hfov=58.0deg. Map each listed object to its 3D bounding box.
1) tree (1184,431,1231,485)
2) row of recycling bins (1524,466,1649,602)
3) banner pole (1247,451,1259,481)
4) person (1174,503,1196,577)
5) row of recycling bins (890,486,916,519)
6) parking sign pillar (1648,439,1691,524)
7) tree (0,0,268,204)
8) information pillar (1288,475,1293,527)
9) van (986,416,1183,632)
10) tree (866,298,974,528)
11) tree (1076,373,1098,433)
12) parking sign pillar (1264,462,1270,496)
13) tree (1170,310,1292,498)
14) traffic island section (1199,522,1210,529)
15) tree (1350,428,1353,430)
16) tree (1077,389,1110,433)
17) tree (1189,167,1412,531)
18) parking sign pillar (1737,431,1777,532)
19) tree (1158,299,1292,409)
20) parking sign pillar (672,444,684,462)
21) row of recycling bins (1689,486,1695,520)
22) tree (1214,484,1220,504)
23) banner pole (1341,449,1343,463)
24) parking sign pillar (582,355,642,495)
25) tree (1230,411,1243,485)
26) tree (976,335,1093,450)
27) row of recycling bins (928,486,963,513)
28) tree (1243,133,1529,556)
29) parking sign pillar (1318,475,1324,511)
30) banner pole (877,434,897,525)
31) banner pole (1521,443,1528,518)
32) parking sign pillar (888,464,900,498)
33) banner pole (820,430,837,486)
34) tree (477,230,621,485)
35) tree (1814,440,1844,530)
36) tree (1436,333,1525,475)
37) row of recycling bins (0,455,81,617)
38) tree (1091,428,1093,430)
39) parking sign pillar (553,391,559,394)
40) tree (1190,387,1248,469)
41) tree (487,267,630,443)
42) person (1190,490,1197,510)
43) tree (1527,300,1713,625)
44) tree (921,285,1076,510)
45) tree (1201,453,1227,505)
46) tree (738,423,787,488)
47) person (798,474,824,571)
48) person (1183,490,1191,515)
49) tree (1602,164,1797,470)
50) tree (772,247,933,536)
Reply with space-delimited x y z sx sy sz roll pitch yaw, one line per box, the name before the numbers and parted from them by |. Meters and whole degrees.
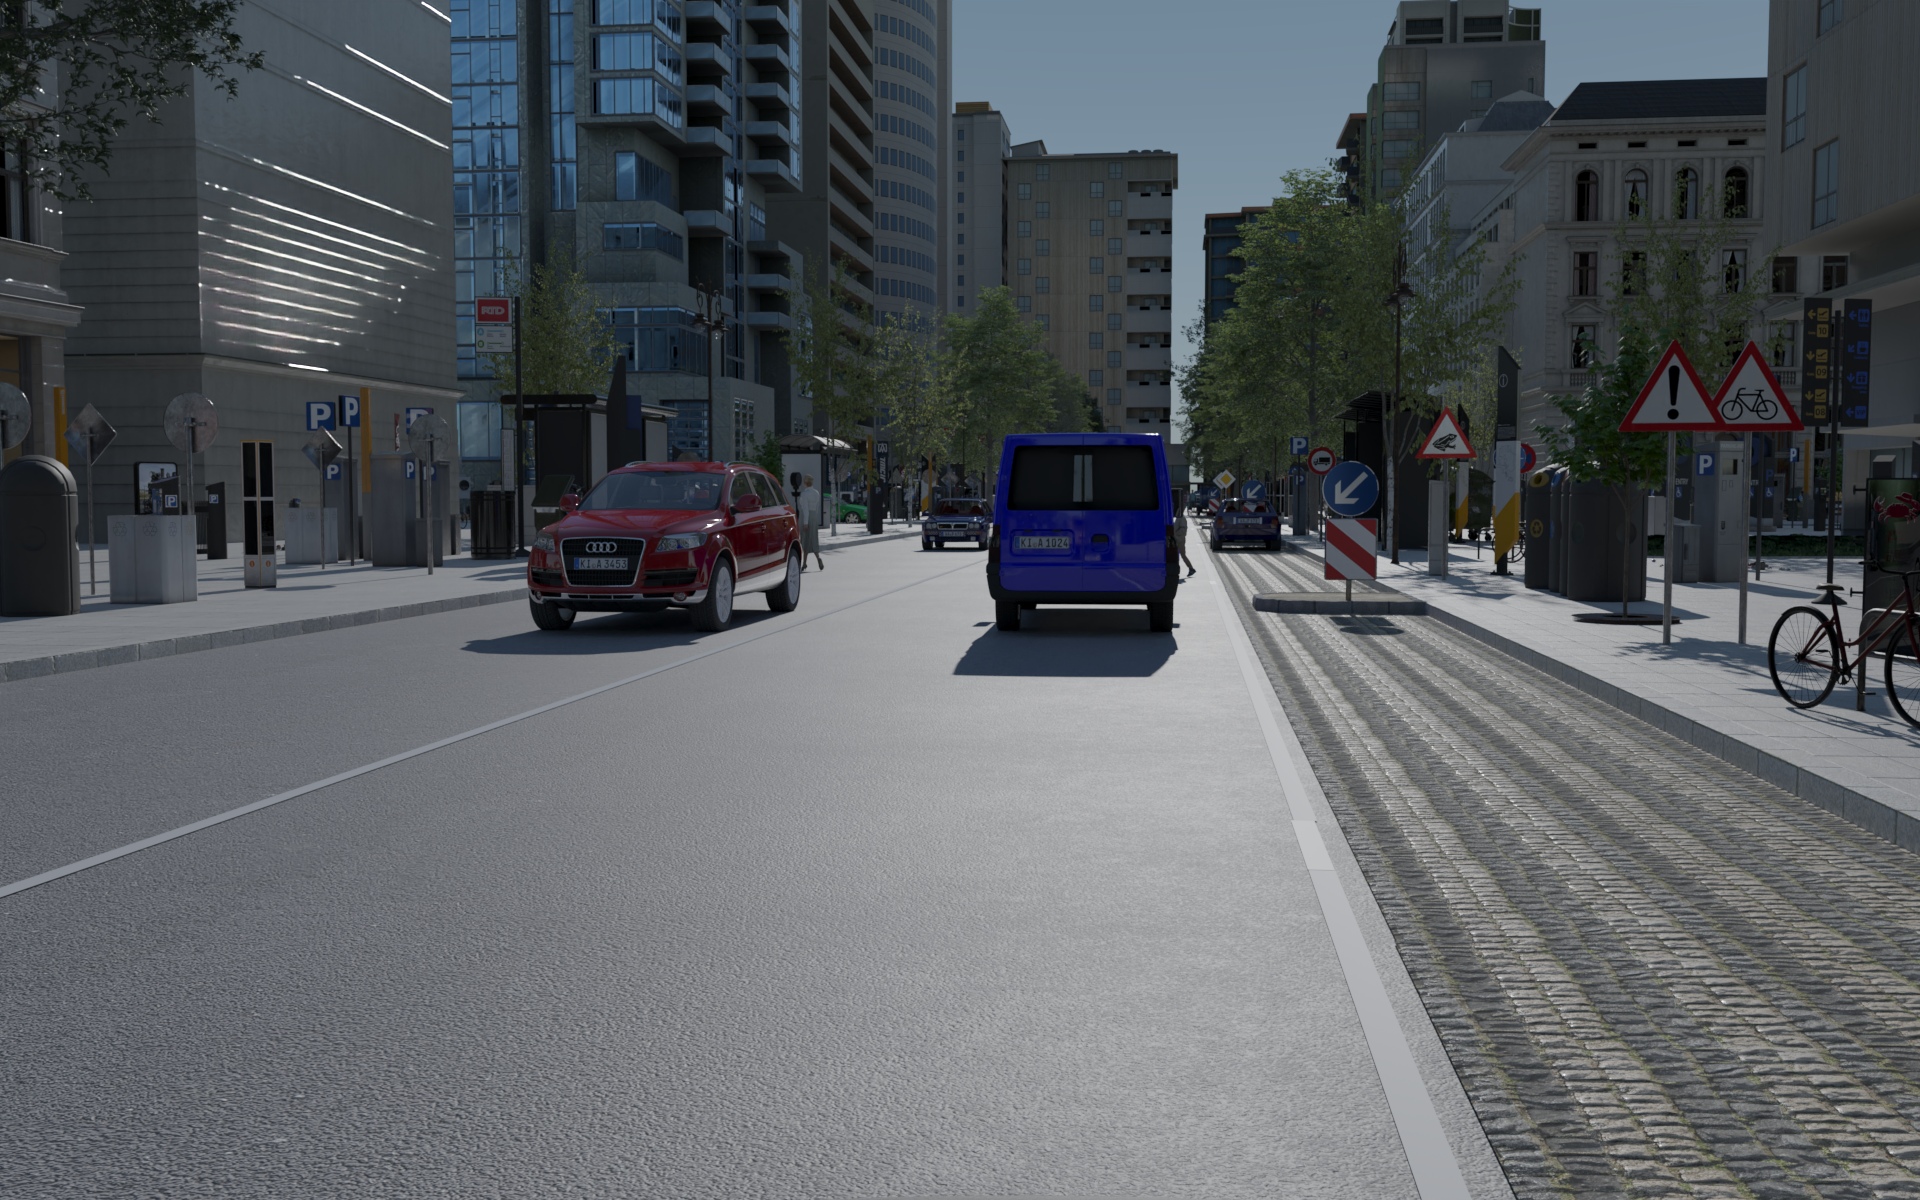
tree | 31.981 -17.443 219.599 8.767 10.594 7.601 3 4 36
row of recycling bins | 8.012 -0.921 22.177 1.069 1.692 3.534 0 4 8
banner pole | 16.951 -6.766 100.648 0.863 3.779 0.401 0 4 5
person | 3.796 -1.047 29.894 0.640 1.303 0.475 -1 4 -21
row of recycling bins | -3.016 -5.212 92.326 1.069 1.692 3.534 -1 4 -13
parking sign pillar | 24.737 -4.453 61.281 1.447 3.967 1.447 -1 4 -18
tree | -8.567 -4.744 11.982 8.767 10.594 7.601 -1 4 -16
information pillar | 12.912 -3.824 67.019 0.304 2.012 0.304 -3 5 -44
van | 1.465 -0.939 19.732 2.240 2.365 5.245 0 4 6
tree | -1.691 -7.087 66.242 4.360 8.622 3.978 0 3 0
tree | 7.344 -13.841 144.424 7.486 12.596 7.792 0 3 0
parking sign pillar | 20.272 -7.717 114.643 1.447 3.967 1.447 1 4 12
tree | 19.578 -13.123 121.211 9.857 13.997 8.962 0 3 0
traffic island section | 11.877 -3.447 78.640 2.009 0.180 2.903 0 4 7
tree | 30.917 -10.774 126.515 4.360 8.622 3.978 0 3 0
tree | 12.627 -16.393 185.031 9.611 12.733 9.660 0 3 0
tree | 12.296 -8.747 61.142 7.486 12.596 7.792 0 3 0
parking sign pillar | 27.192 -4.329 59.244 1.447 3.967 1.447 -1 4 -21
tree | 25.752 -19.066 167.614 12.611 20.169 13.585 0 3 0
parking sign pillar | -14.928 -6.450 93.937 1.447 3.967 1.447 -1 4 -16
row of recycling bins | 35.681 -4.775 85.176 1.069 1.692 3.534 2 4 31
tree | 33.492 -14.230 227.263 1.663 3.219 1.824 0 3 0
banner pole | 18.910 -5.811 85.028 0.401 3.779 0.863 3 5 45
parking sign pillar | -6.684 -2.809 34.395 1.447 3.967 1.447 -1 4 -22
tree | 15.953 -8.413 87.914 4.737 8.622 4.395 0 3 0
tree | 5.487 -13.487 130.886 12.009 13.543 11.850 0 3 0
row of recycling bins | -0.635 -4.846 86.342 1.069 1.692 3.534 2 4 24
tree | 9.107 -5.215 35.626 4.737 8.622 4.395 0 3 0
parking sign pillar | 27.282 -8.783 132.078 1.447 3.967 1.447 0 4 2
banner pole | -3.036 -4.990 71.598 0.863 3.779 0.401 0 4 -8
banner pole | 27.646 -5.811 85.034 0.401 3.779 0.863 -1 4 -20
parking sign pillar | -6.055 -10.229 155.708 1.447 3.967 1.447 1 4 18
banner pole | -5.164 -4.747 67.631 0.863 3.779 0.401 -2 4 -26
tree | -11.813 -6.050 49.280 4.737 8.622 4.395 0 3 0
tree | 31.647 -4.159 62.599 1.663 3.219 1.824 0 3 0
tree | 24.116 -7.916 79.787 4.360 8.622 3.978 0 3 0
row of recycling bins | -11.127 -0.700 18.558 3.534 1.692 1.069 1 4 9
tree | 12.023 -13.787 175.786 4.737 8.622 4.395 0 3 0
parking sign pillar | -10.551 -3.439 44.702 1.447 3.967 1.447 -1 4 -11
tree | 22.785 -13.157 140.868 9.928 11.665 9.643 0 3 0
tree | -12.793 -6.425 55.408 4.360 8.622 3.978 0 3 0
person | 20.441 -8.772 151.946 0.660 1.820 0.620 0 3 0
tree | 6.744 -1.401 17.509 1.663 3.219 1.824 0 3 0
tree | 1.657 -10.756 93.990 7.486 12.596 7.792 0 3 0
tree | 30.226 -15.383 201.867 4.360 8.622 3.978 0 3 0
tree | -5.172 -3.222 47.278 1.663 3.219 1.824 0 3 0
person | -2.773 -1.443 32.314 0.478 1.798 0.641 -3 4 -39
person | 15.360 -6.599 117.224 0.563 1.720 0.643 -1 4 -23
tree | 16.603 -5.467 39.754 4.737 8.622 4.395 0 3 0
tree | -3.632 -6.220 52.063 4.737 8.622 4.395 0 3 0
